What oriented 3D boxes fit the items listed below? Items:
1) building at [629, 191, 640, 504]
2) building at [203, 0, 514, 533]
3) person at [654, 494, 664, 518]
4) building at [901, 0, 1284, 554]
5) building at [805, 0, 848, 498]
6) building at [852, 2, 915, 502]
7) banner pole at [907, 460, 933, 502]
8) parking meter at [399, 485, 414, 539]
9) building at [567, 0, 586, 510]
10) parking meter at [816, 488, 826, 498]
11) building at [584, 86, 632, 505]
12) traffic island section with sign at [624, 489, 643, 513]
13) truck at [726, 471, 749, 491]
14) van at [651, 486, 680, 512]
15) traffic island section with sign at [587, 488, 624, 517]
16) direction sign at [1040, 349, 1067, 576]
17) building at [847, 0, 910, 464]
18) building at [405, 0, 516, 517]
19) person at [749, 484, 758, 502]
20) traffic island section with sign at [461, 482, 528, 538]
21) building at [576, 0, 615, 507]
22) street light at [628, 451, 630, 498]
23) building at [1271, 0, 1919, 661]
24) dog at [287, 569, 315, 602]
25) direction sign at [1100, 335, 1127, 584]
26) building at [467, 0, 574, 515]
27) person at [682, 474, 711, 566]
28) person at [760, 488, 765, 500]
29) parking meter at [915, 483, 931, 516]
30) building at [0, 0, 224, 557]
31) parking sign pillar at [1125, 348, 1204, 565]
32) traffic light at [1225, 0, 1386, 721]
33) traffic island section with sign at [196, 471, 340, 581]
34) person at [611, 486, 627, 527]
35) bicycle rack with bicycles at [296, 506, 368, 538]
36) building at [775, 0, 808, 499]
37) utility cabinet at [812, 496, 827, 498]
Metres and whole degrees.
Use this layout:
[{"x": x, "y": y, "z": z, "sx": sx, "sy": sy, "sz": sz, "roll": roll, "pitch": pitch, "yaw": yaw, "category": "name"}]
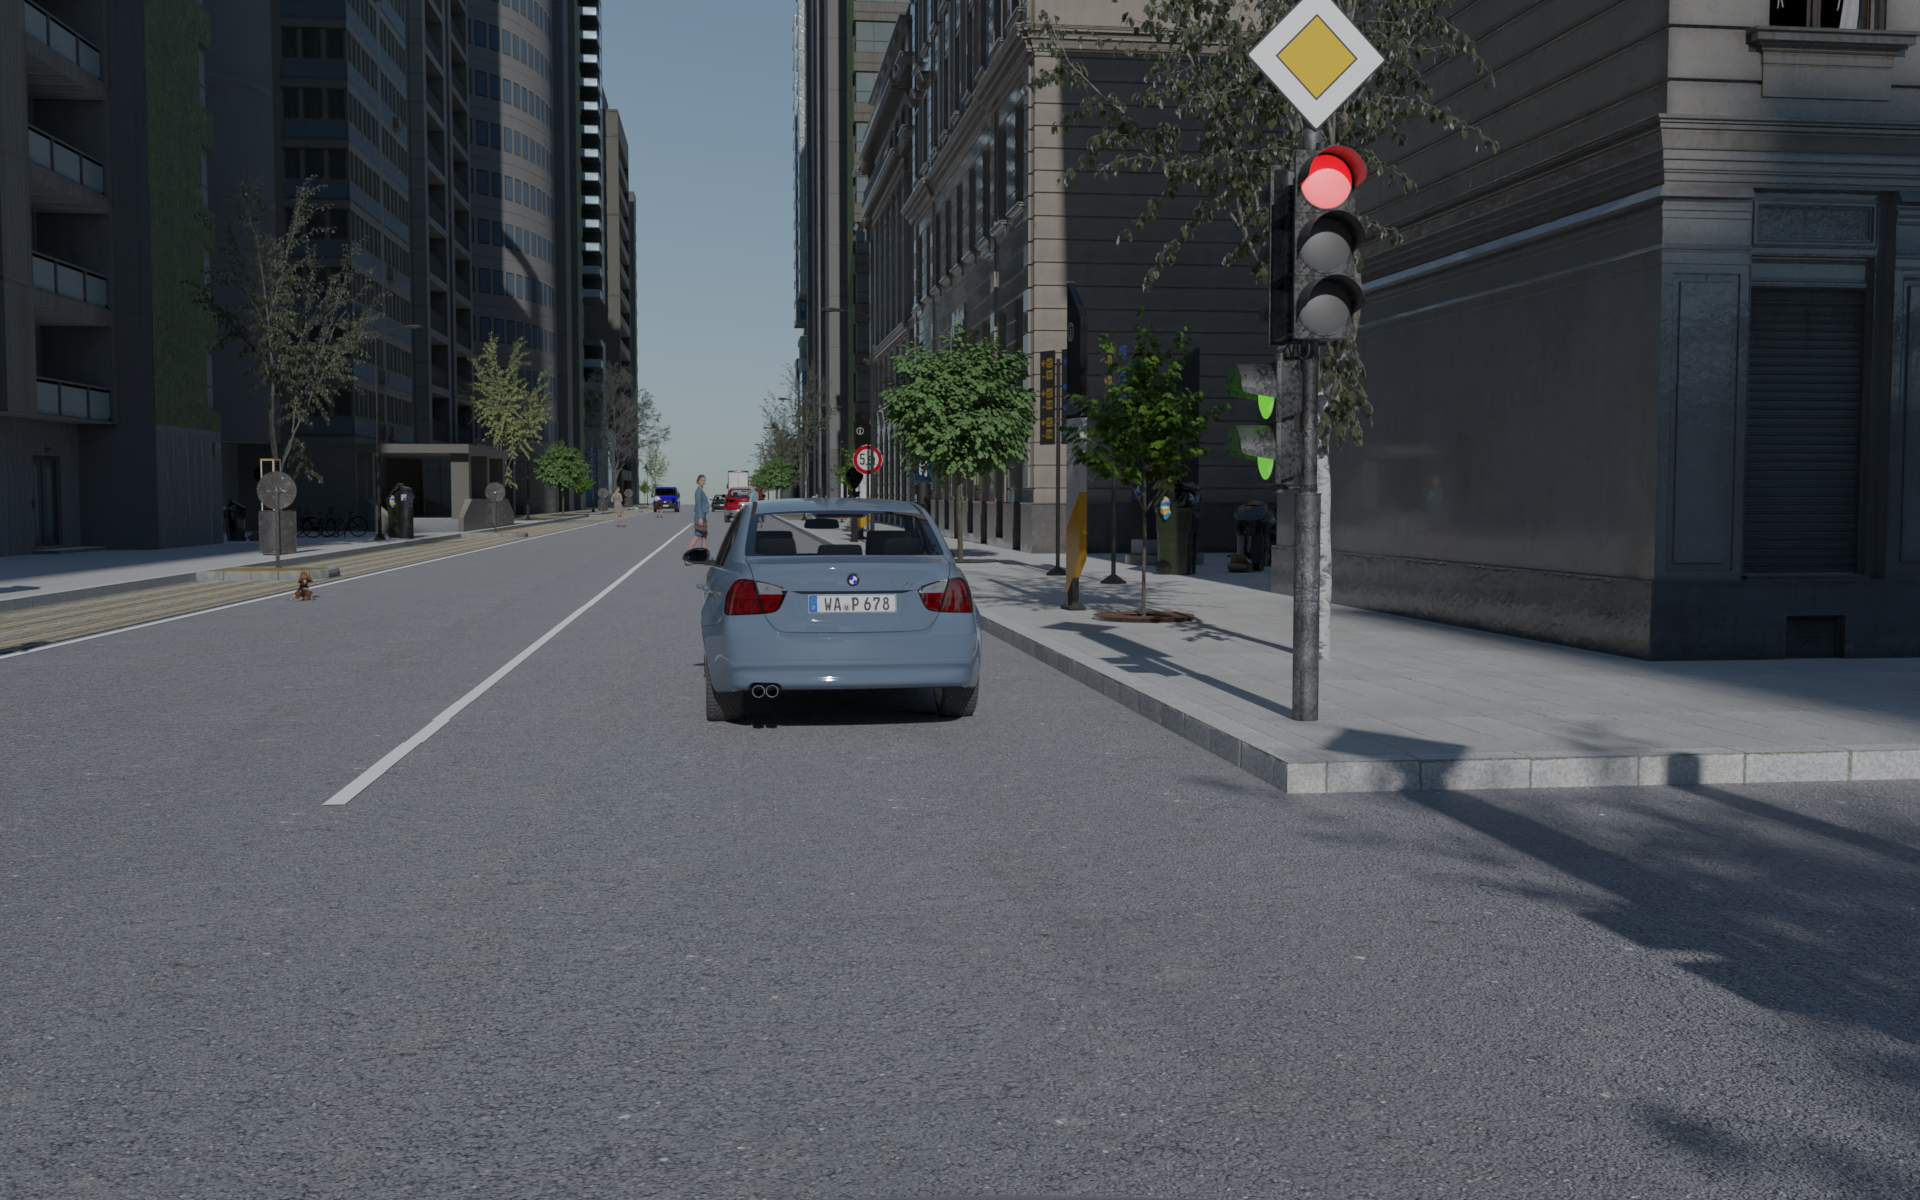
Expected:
[{"x": -49.632, "y": -33.209, "z": 226.556, "sx": 14.154, "sy": 41.232, "sz": 14.086, "roll": 0, "pitch": 4, "yaw": -8, "category": "building"}, {"x": -33.681, "y": -22.647, "z": 62.154, "sx": 32.217, "sy": 40.220, "sz": 23.993, "roll": 0, "pitch": 4, "yaw": -8, "category": "building"}, {"x": -18.298, "y": -5.707, "z": 105.006, "sx": 0.799, "sy": 1.438, "sz": 0.628, "roll": 1, "pitch": 4, "yaw": 18, "category": "person"}, {"x": 5.526, "y": -15.403, "z": 49.099, "sx": 12.463, "sy": 27.353, "sz": 25.104, "roll": 0, "pitch": 4, "yaw": -8, "category": "building"}, {"x": -2.344, "y": -36.857, "z": 144.618, "sx": 21.231, "sy": 58.520, "sz": 28.212, "roll": 0, "pitch": 4, "yaw": -8, "category": "building"}, {"x": 2.918, "y": -14.184, "z": 73.713, "sx": 13.314, "sy": 21.916, "sz": 24.055, "roll": 0, "pitch": 4, "yaw": -8, "category": "building"}, {"x": -1.135, "y": -3.423, "z": 45.979, "sx": 0.863, "sy": 3.779, "sz": 0.401, "roll": 0, "pitch": 4, "yaw": 2, "category": "banner pole"}, {"x": -15.897, "y": -2.528, "z": 49.744, "sx": 0.372, "sy": 1.533, "sz": 0.369, "roll": 0, "pitch": 3, "yaw": 0, "category": "parking meter"}, {"x": -37.581, "y": -27.735, "z": 137.069, "sx": 14.154, "sy": 41.232, "sz": 14.086, "roll": 0, "pitch": 4, "yaw": -8, "category": "building"}, {"x": -5.412, "y": -3.603, "z": 67.313, "sx": 0.372, "sy": 1.533, "sz": 0.369, "roll": 0, "pitch": 3, "yaw": 0, "category": "parking meter"}, {"x": -50.889, "y": -35.695, "z": 207.314, "sx": 21.300, "sy": 48.544, "sz": 21.600, "roll": 0, "pitch": 4, "yaw": -8, "category": "building"}, {"x": -25.629, "y": -7.688, "z": 134.321, "sx": 1.989, "sy": 1.847, "sz": 2.006, "roll": 0, "pitch": 4, "yaw": -8, "category": "traffic island section with sign"}, {"x": -27.183, "y": -13.654, "z": 212.154, "sx": 2.839, "sy": 4.237, "sz": 11.283, "roll": 0, "pitch": 4, "yaw": -8, "category": "truck"}, {"x": -23.218, "y": -8.113, "z": 137.034, "sx": 2.240, "sy": 2.365, "sz": 5.245, "roll": 0, "pitch": 4, "yaw": -7, "category": "van"}, {"x": -22.015, "y": -6.022, "z": 107.087, "sx": 1.989, "sy": 1.847, "sz": 2.006, "roll": 0, "pitch": 4, "yaw": -8, "category": "traffic island section with sign"}, {"x": 1.545, "y": -2.157, "z": 27.260, "sx": 0.379, "sy": 3.537, "sz": 0.876, "roll": -3, "pitch": 4, "yaw": -37, "category": "direction sign"}, {"x": 0.689, "y": -25.186, "z": 95.380, "sx": 14.154, "sy": 41.232, "sz": 14.086, "roll": 0, "pitch": 4, "yaw": -8, "category": "building"}, {"x": -34.814, "y": -39.902, "z": 90.647, "sx": 20.563, "sy": 71.187, "sz": 20.611, "roll": 0, "pitch": 4, "yaw": -8, "category": "building"}, {"x": -8.699, "y": -3.968, "z": 73.244, "sx": 0.748, "sy": 1.841, "sz": 0.638, "roll": 3, "pitch": 5, "yaw": 40, "category": "person"}, {"x": -15.400, "y": -2.985, "z": 57.431, "sx": 1.989, "sy": 1.847, "sz": 2.006, "roll": 0, "pitch": 4, "yaw": -8, "category": "traffic island section with sign"}, {"x": -47.389, "y": -53.056, "z": 180.138, "sx": 22.319, "sy": 86.520, "sz": 31.000, "roll": 0, "pitch": 4, "yaw": -8, "category": "building"}, {"x": -31.395, "y": -11.895, "z": 167.024, "sx": 1.470, "sy": 5.913, "sz": 1.316, "roll": 0, "pitch": 4, "yaw": -8, "category": "street light"}, {"x": 13.509, "y": -10.354, "z": 18.439, "sx": 18.267, "sy": 20.994, "sz": 9.793, "roll": 0, "pitch": 4, "yaw": -8, "category": "building"}, {"x": -8.971, "y": -0.199, "z": 23.454, "sx": 0.550, "sy": 0.427, "sz": 0.748, "roll": 1, "pitch": 4, "yaw": 20, "category": "dog"}, {"x": 2.199, "y": -2.002, "z": 24.723, "sx": 0.379, "sy": 3.537, "sz": 0.876, "roll": 2, "pitch": 4, "yaw": 27, "category": "direction sign"}, {"x": -38.005, "y": -35.058, "z": 115.191, "sx": 21.231, "sy": 58.520, "sz": 28.212, "roll": 0, "pitch": 4, "yaw": -8, "category": "building"}, {"x": -5.222, "y": -1.596, "z": 34.610, "sx": 0.654, "sy": 1.822, "sz": 0.581, "roll": 1, "pitch": 4, "yaw": 14, "category": "person"}, {"x": -12.066, "y": -5.975, "z": 106.131, "sx": 0.705, "sy": 1.831, "sz": 1.348, "roll": 0, "pitch": 4, "yaw": -1, "category": "person"}, {"x": -0.839, "y": -1.876, "z": 39.079, "sx": 0.372, "sy": 1.533, "sz": 0.369, "roll": 0, "pitch": 3, "yaw": 0, "category": "parking meter"}, {"x": -25.176, "y": -21.555, "z": 36.025, "sx": 14.154, "sy": 41.232, "sz": 14.086, "roll": 0, "pitch": 4, "yaw": -8, "category": "building"}, {"x": 3.768, "y": -2.647, "z": 31.756, "sx": 1.447, "sy": 3.967, "sz": 1.447, "roll": -3, "pitch": 4, "yaw": -36, "category": "parking sign pillar"}, {"x": 1.942, "y": -1.272, "z": 9.726, "sx": 0.839, "sy": 4.253, "sz": 0.868, "roll": 0, "pitch": 4, "yaw": -8, "category": "traffic light"}, {"x": -11.679, "y": -1.272, "z": 29.419, "sx": 1.989, "sy": 1.847, "sz": 2.006, "roll": 0, "pitch": 4, "yaw": -8, "category": "traffic island section with sign"}, {"x": -14.737, "y": -4.037, "z": 74.842, "sx": 0.599, "sy": 1.781, "sz": 0.374, "roll": 1, "pitch": 4, "yaw": 15, "category": "person"}, {"x": -19.152, "y": -2.333, "z": 51.520, "sx": 2.925, "sy": 0.926, "sz": 2.852, "roll": -2, "pitch": 4, "yaw": -25, "category": "bicycle rack with bicycles"}, {"x": -12.879, "y": -55.931, "z": 227.138, "sx": 22.319, "sy": 86.520, "sz": 31.000, "roll": 0, "pitch": 4, "yaw": -8, "category": "building"}, {"x": -5.558, "y": -3.508, "z": 68.511, "sx": 0.306, "sy": 1.237, "sz": 1.020, "roll": 1, "pitch": 4, "yaw": 13, "category": "utility cabinet"}]
